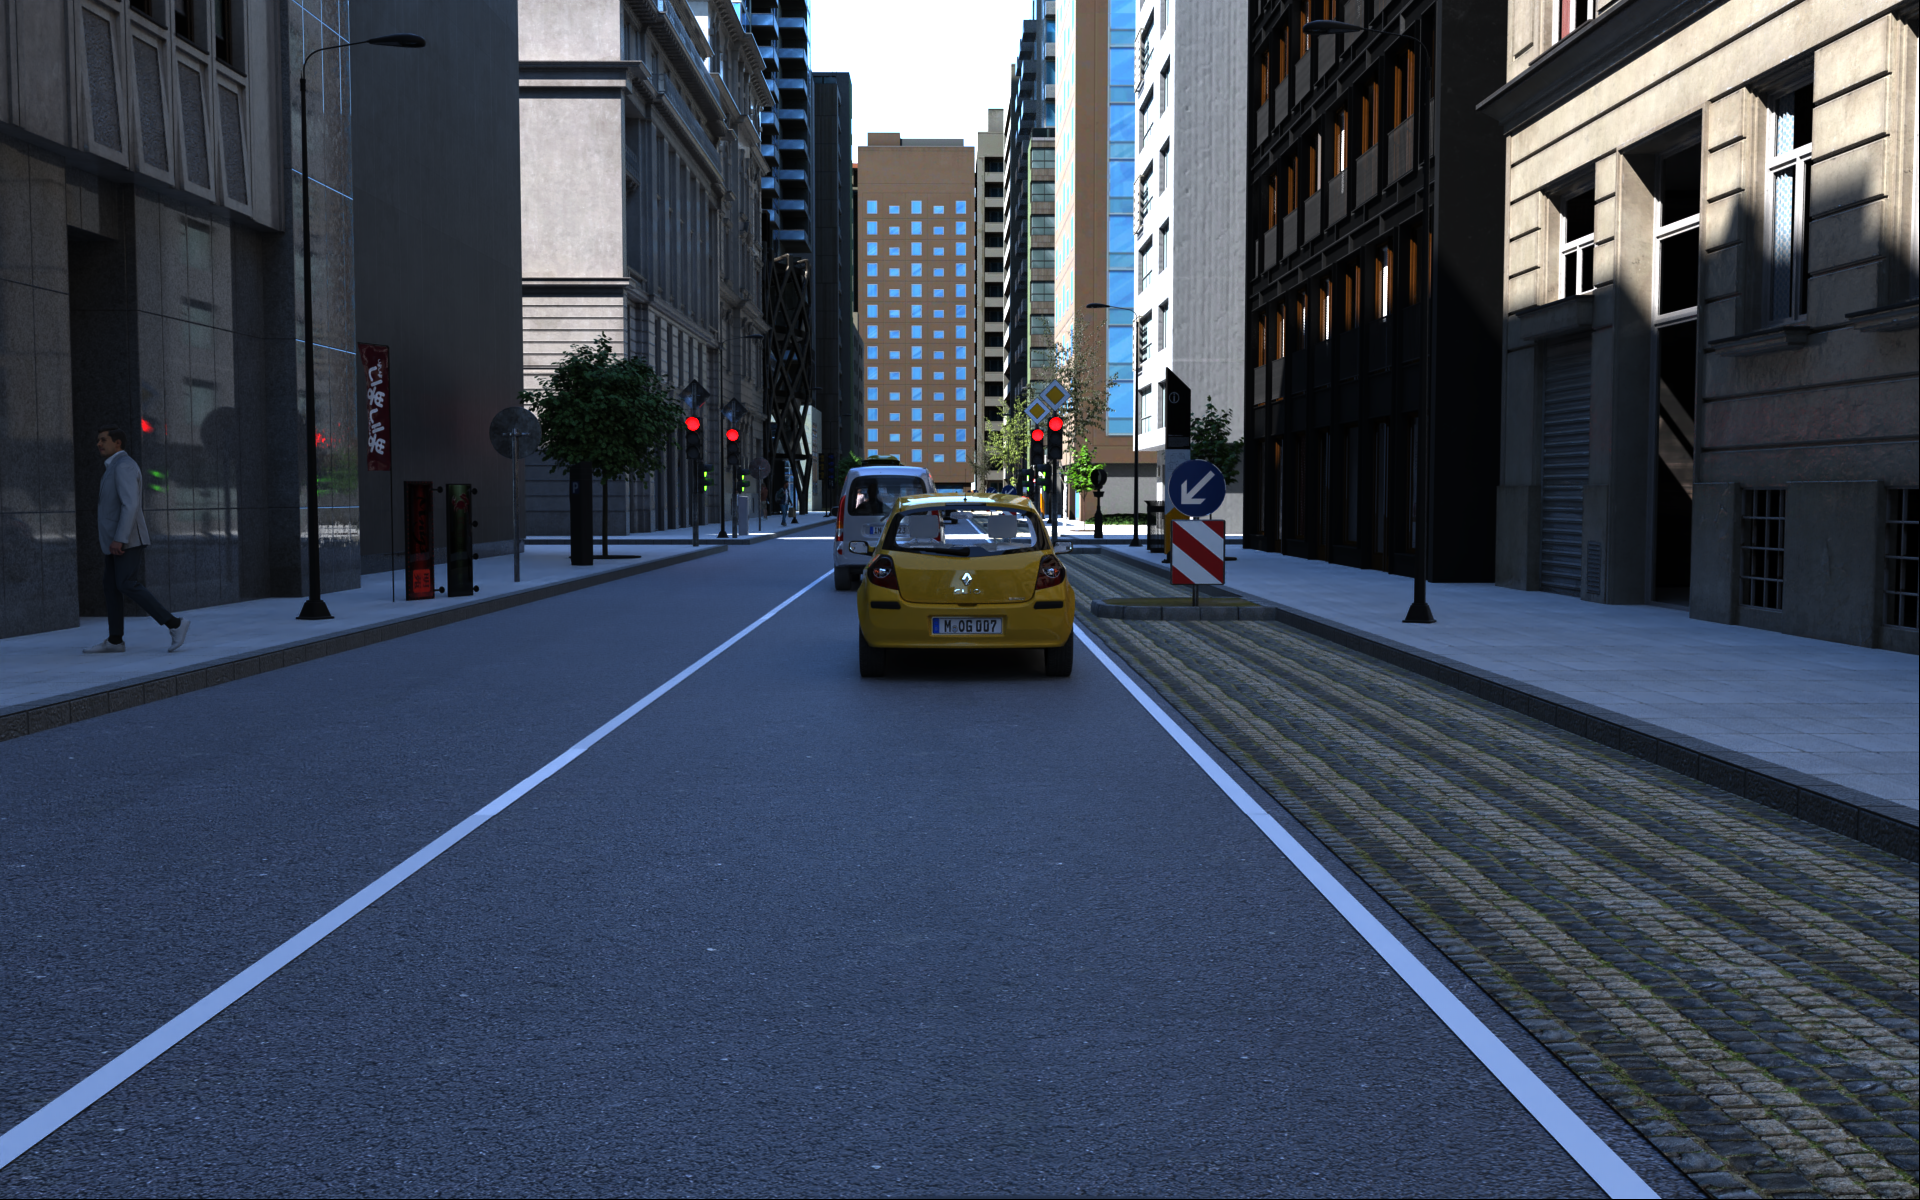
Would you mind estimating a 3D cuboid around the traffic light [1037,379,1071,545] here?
[{"bbox_3d":[2.303,-3.272,42.421,0.839,4.253,0.868,0,4,-1],"label":"traffic light"}]

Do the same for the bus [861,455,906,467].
[{"bbox_3d":[-4.916,-7.397,112.494,2.896,3.916,12.252,0,3,0],"label":"bus"}]

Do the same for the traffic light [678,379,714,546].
[{"bbox_3d":[-6.458,-3.266,42.316,0.839,4.253,0.868,0,4,-1],"label":"traffic light"}]

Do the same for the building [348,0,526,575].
[{"bbox_3d":[-21.409,-14.575,31.815,24.014,27.812,14.314,0,4,-1],"label":"building"}]

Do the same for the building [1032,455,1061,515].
[{"bbox_3d":[15.475,-41.093,110.129,20.563,71.187,20.611,0,4,-1],"label":"building"}]

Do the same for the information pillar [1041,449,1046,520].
[{"bbox_3d":[4.126,-5.838,86.808,0.183,3.616,0.504,1,4,21],"label":"information pillar"}]

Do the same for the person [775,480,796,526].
[{"bbox_3d":[-6.876,-3.815,68.398,0.794,1.824,0.713,-3,4,-37],"label":"person"}]

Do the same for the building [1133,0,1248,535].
[{"bbox_3d":[13.406,-22.827,56.813,14.086,41.232,14.154,0,4,-1],"label":"building"}]

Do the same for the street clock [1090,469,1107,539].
[{"bbox_3d":[4.004,-2.780,50.030,0.358,2.002,0.471,-3,4,-37],"label":"street clock"}]

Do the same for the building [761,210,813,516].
[{"bbox_3d":[-17.761,-14.708,107.920,16.820,18.784,16.811,0,4,-1],"label":"building"}]

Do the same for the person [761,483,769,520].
[{"bbox_3d":[-9.638,-4.833,85.033,0.573,1.828,0.580,-1,4,-22],"label":"person"}]

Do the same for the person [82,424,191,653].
[{"bbox_3d":[-6.686,-0.497,14.018,0.795,1.843,0.661,-2,4,-27],"label":"person"}]

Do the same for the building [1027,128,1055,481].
[{"bbox_3d":[12.365,-22.514,139.801,14.160,30.474,14.107,0,4,-1],"label":"building"}]

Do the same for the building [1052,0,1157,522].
[{"bbox_3d":[12.064,-26.631,85.524,14.600,45.320,14.200,0,4,-1],"label":"building"}]

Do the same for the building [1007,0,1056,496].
[{"bbox_3d":[16.579,-33.151,161.631,23.786,49.044,30.456,0,4,-1],"label":"building"}]

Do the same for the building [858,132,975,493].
[{"bbox_3d":[-5.361,-34.707,217.572,14.200,45.320,14.600,0,4,-1],"label":"building"}]

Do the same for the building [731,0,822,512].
[{"bbox_3d":[-22.099,-50.538,138.963,22.319,86.520,31.000,0,4,-1],"label":"building"}]

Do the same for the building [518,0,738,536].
[{"bbox_3d":[-16.224,-13.586,63.932,13.314,21.916,24.055,0,4,-1],"label":"building"}]

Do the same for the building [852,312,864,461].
[{"bbox_3d":[-25.299,-20.794,185.027,28.899,21.520,27.650,0,4,-1],"label":"building"}]

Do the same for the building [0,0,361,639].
[{"bbox_3d":[-14.081,-11.920,12.910,12.078,24.808,19.932,0,4,-1],"label":"building"}]

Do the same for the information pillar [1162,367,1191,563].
[{"bbox_3d":[4.019,-2.491,32.091,0.504,3.616,0.183,-1,4,-16],"label":"information pillar"}]

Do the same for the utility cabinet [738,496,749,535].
[{"bbox_3d":[-6.757,-2.631,54.172,0.306,1.237,1.020,0,4,-4],"label":"utility cabinet"}]

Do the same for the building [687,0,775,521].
[{"bbox_3d":[-17.277,-18.354,87.480,14.401,28.519,23.554,0,4,-1],"label":"building"}]

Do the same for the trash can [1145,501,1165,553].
[{"bbox_3d":[4.392,-1.603,37.865,0.748,1.137,0.748,0,3,0],"label":"trash can"}]

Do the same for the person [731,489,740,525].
[{"bbox_3d":[-9.228,-3.866,71.841,0.503,1.515,0.523,-1,4,-9],"label":"person"}]

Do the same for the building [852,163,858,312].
[{"bbox_3d":[-26.935,-34.663,221.364,28.867,44.769,22.147,0,4,-1],"label":"building"}]

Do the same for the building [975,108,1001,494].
[{"bbox_3d":[12.502,-36.543,221.175,21.600,48.544,21.300,0,4,-1],"label":"building"}]

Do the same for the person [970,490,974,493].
[{"bbox_3d":[1.073,-7.846,137.301,0.721,1.766,1.217,1,4,19],"label":"person"}]

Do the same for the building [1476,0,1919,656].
[{"bbox_3d":[14.874,-10.768,9.349,16.112,22.955,30.059,0,4,-1],"label":"building"}]

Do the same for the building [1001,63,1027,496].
[{"bbox_3d":[15.740,-34.511,187.956,21.300,48.544,21.600,0,4,-1],"label":"building"}]

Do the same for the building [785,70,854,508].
[{"bbox_3d":[-17.440,-29.317,162.932,14.154,41.232,14.086,0,4,-1],"label":"building"}]

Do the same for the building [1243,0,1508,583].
[{"bbox_3d":[12.881,-12.388,32.220,12.332,23.373,15.834,0,4,-1],"label":"building"}]

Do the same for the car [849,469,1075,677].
[{"bbox_3d":[0.019,-0.293,15.015,2.015,1.641,3.980,0,4,-1],"label":"car"}]
